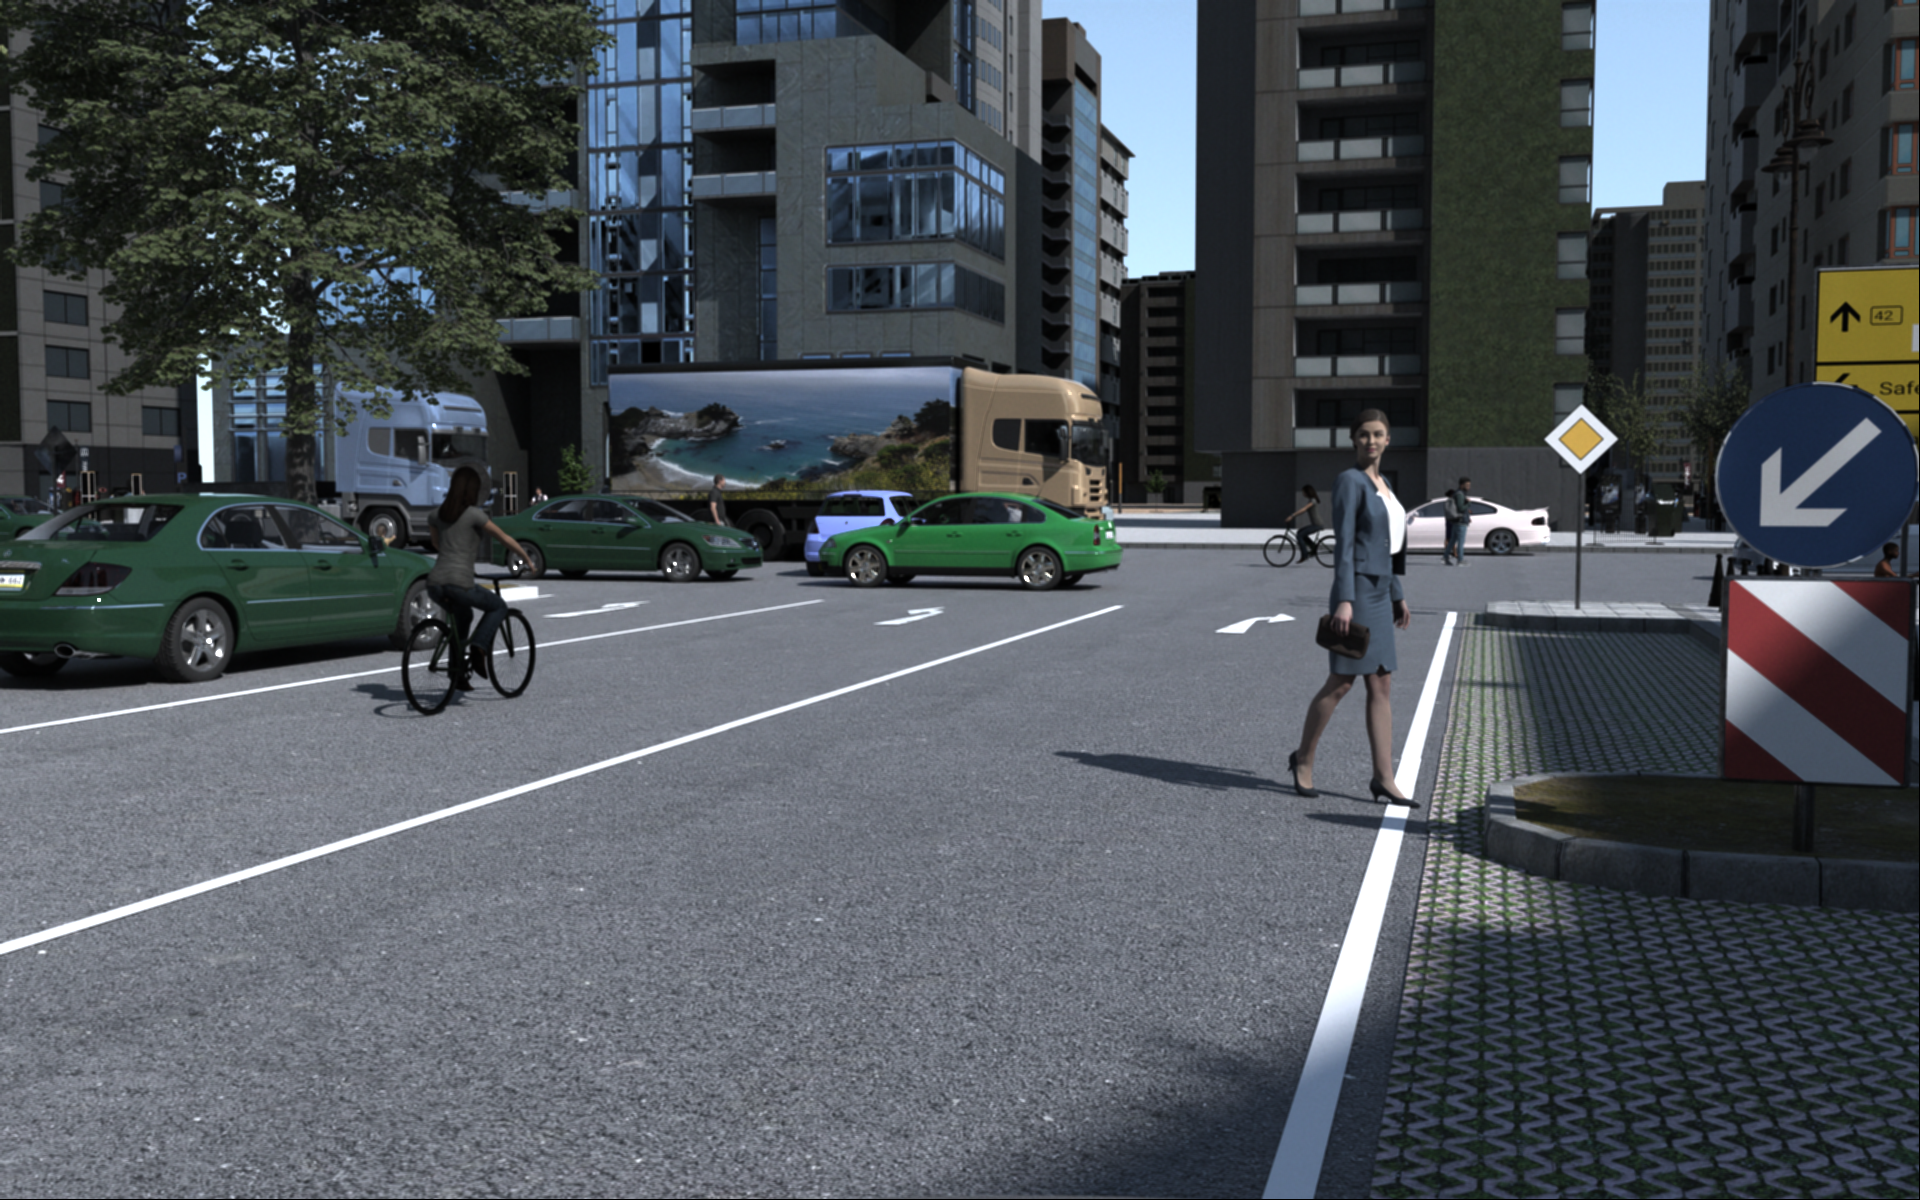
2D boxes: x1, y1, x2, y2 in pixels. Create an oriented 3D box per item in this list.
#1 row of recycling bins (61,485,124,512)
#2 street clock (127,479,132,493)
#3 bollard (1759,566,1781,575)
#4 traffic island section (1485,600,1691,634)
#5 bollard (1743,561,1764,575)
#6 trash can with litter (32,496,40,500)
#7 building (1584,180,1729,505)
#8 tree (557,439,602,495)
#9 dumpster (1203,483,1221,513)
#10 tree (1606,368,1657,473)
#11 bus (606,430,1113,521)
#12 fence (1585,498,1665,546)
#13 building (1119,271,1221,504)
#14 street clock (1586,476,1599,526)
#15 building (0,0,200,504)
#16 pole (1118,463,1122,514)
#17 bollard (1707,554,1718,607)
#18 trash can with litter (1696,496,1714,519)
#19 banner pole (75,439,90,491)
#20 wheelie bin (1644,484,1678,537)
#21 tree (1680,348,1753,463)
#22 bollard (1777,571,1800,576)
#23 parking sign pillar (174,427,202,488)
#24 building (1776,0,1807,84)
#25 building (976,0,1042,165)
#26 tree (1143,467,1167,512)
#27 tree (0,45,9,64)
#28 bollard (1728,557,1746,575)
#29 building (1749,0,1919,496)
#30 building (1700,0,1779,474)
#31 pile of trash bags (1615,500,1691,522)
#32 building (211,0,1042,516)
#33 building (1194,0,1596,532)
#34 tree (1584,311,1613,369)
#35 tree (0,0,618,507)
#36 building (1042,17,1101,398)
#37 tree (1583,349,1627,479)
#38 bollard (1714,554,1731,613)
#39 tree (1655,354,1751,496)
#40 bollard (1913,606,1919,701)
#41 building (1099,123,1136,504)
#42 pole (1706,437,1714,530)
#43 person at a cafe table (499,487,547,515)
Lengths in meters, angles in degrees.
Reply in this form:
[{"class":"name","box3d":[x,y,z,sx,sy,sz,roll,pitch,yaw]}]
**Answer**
[{"class":"row of recycling bins","box3d":[-41.837,-4.665,83.388,1.069,1.692,3.534,3,5,41]},{"class":"street clock","box3d":[-40.127,-4.845,83.791,0.358,2.002,0.471,-1,4,-13]},{"class":"bollard","box3d":[7.436,0.016,15.779,0.229,0.601,0.229,0,3,0]},{"class":"traffic island section","box3d":[6.892,0.184,19.278,2.009,0.180,2.903,1,4,17]},{"class":"bollard","box3d":[7.740,-0.044,16.767,0.229,0.601,0.229,0,3,0]},{"class":"trash can with litter","box3d":[-36.709,-3.514,68.508,2.233,1.210,1.678,2,4,27]},{"class":"building","box3d":[91.130,-32.161,217.708,23.993,40.220,32.217,1,4,17]},{"class":"tree","box3d":[-13.734,-4.060,60.989,1.663,3.219,1.824,0,3,0]},{"class":"dumpster","box3d":[19.680,-7.833,133.017,1.985,2.255,1.502,1,4,18]},{"class":"tree","box3d":[40.010,-9.297,102.371,4.737,8.622,4.395,0,3,0]},{"class":"bus","box3d":[-2.111,-2.908,42.398,13.247,3.499,2.948,1,4,17]},{"class":"fence","box3d":[16.736,-1.978,43.548,2.264,1.192,0.480,-2,4,-26]},{"class":"building","box3d":[28.577,-27.881,227.554,14.107,30.474,14.160,1,4,17]},{"class":"street clock","box3d":[25.425,-3.984,69.708,0.471,2.002,0.358,1,4,14]},{"class":"building","box3d":[-55.080,-39.713,87.560,20.611,71.187,20.563,1,4,17]},{"class":"pole","box3d":[10.508,-7.331,113.701,0.158,3.312,0.155,0,3,0]},{"class":"bollard","box3d":[8.637,-0.225,19.717,0.229,0.601,0.229,0,3,0]},{"class":"trash can with litter","box3d":[38.711,-4.789,89.681,1.055,1.170,0.624,-1,4,-18]},{"class":"banner pole","box3d":[-39.817,-5.415,78.553,0.863,3.779,0.401,1,4,9]},{"class":"wheelie bin","box3d":[21.025,-2.700,52.055,0.980,1.594,0.693,0,4,-5]},{"class":"tree","box3d":[38.350,-8.334,86.627,4.360,8.622,3.978,0,3,0]},{"class":"bollard","box3d":[7.125,0.078,14.770,0.229,0.601,0.229,0,3,0]},{"class":"parking sign pillar","box3d":[-30.819,-4.900,68.581,1.447,3.967,1.447,-2,4,-25]},{"class":"building","box3d":[63.397,-41.218,112.164,20.563,71.187,20.611,1,4,17]},{"class":"building","box3d":[-7.332,-36.179,133.525,21.231,58.520,28.212,1,4,17]},{"class":"tree","box3d":[13.878,-7.820,122.464,1.663,3.219,1.824,0,3,0]},{"class":"tree","box3d":[-9.797,-3.745,14.056,4.737,8.622,4.395,0,3,0]},{"class":"bollard","box3d":[8.035,-0.105,17.751,0.229,0.601,0.229,0,3,0]},{"class":"building","box3d":[45.810,-13.229,61.329,28.899,21.520,27.650,1,4,17]},{"class":"building","box3d":[74.307,-33.411,135.507,28.713,52.752,27.495,1,4,17]},{"class":"pile of trash bags","box3d":[32.062,-4.304,80.123,3.447,1.369,1.912,-2,4,-32]},{"class":"building","box3d":[-12.372,-46.585,74.334,31.000,86.520,22.319,1,4,17]},{"class":"building","box3d":[16.549,-23.380,65.859,14.086,41.232,14.154,1,4,17]},{"class":"tree","box3d":[48.930,-17.578,143.295,12.611,20.169,13.585,0,3,0]},{"class":"tree","box3d":[-7.663,-6.100,20.324,7.486,12.596,7.792,0,3,0]},{"class":"building","box3d":[4.769,-31.381,163.197,14.200,45.320,14.600,1,4,17]},{"class":"tree","box3d":[40.537,-12.332,118.643,9.611,12.733,9.660,0,3,0]},{"class":"bollard","box3d":[8.332,-0.165,18.736,0.229,0.601,0.229,0,3,0]},{"class":"tree","box3d":[39.748,-8.662,91.990,4.737,8.622,4.395,0,3,0]},{"class":"bollard","box3d":[5.932,0.319,10.828,0.229,0.601,0.229,0,3,0]},{"class":"building","box3d":[10.057,-39.814,240.194,27.495,52.752,28.713,1,4,17]},{"class":"pole","box3d":[26.947,-4.183,62.228,0.158,3.312,0.155,0,3,0]},{"class":"person at a cafe table","box3d":[-14.322,-3.041,58.231,1.698,1.524,1.622,1,4,12]}]
